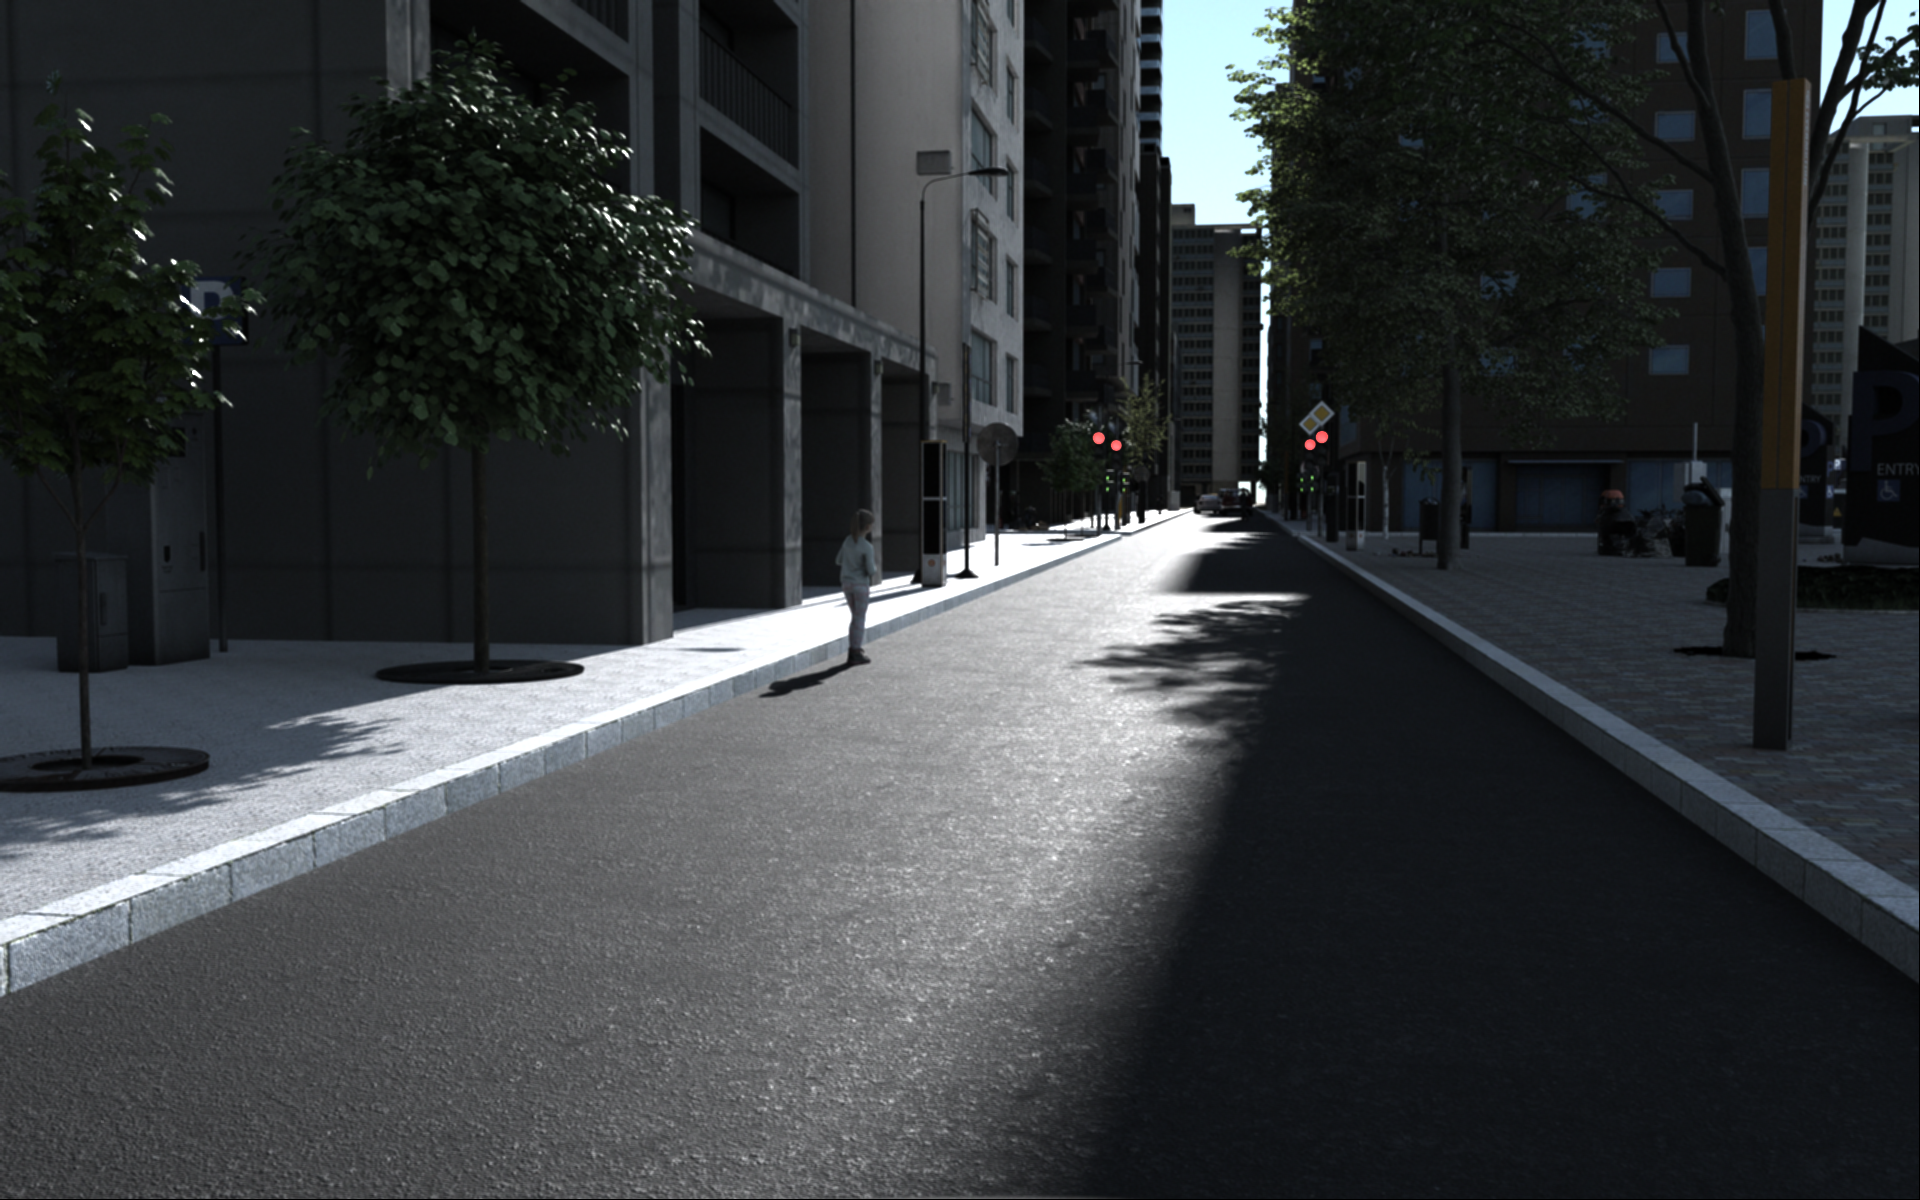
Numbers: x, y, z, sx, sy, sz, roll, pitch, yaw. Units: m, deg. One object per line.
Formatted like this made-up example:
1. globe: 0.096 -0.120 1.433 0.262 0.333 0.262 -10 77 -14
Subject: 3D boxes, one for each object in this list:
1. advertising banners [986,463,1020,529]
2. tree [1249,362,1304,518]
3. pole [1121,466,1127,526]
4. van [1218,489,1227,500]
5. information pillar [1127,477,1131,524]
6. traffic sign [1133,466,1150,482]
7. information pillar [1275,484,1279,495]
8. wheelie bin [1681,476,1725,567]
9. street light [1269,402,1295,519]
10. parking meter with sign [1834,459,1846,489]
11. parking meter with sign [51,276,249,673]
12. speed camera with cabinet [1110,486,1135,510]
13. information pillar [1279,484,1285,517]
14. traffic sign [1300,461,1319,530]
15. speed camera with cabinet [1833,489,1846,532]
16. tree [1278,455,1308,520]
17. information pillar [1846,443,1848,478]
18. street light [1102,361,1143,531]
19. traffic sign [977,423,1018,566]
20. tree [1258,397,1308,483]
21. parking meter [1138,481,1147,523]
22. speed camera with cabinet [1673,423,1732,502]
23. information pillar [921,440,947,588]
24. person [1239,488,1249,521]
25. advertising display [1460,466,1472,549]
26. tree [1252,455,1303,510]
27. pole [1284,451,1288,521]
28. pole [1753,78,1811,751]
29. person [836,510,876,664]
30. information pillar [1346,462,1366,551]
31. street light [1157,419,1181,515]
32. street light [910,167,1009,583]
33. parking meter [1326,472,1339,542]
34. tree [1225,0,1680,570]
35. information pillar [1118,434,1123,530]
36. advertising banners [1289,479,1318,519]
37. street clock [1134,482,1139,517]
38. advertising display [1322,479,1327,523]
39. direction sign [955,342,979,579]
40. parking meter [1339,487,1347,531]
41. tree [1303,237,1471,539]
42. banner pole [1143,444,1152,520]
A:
1. advertising banners: 1.457 -4.117 63.507 0.090 3.025 2.074 -3 5 -40
2. tree: 18.209 -8.816 94.496 4.737 8.622 4.395 0 3 0
3. pole: 6.552 -4.604 69.118 0.158 3.312 0.155 0 3 0
4. van: 22.015 -8.323 143.096 2.013 2.044 4.112 0 4 8
5. information pillar: 7.195 -4.304 74.868 0.304 2.012 0.304 1 4 23
6. traffic sign: 8.322 -4.849 79.392 0.768 2.556 0.104 1 4 10
7. information pillar: 22.585 -7.251 123.038 0.304 2.012 0.304 3 4 38
8. wheelie bin: 13.197 -1.399 30.787 0.693 1.594 0.980 2 4 28
9. street light: 16.226 -7.012 87.193 1.470 5.913 1.316 1 4 9
10. parking meter with sign: 43.707 -5.443 85.252 0.543 3.016 1.738 -1 4 -16
11. parking meter with sign: -6.144 -1.034 13.173 0.543 3.016 1.738 1 4 11
12. speed camera with cabinet: 12.667 -8.664 135.986 2.038 3.252 0.660 1 4 19
13. information pillar: 18.587 -5.787 99.109 0.304 2.012 0.304 -1 4 -11
14. traffic sign: 12.402 -3.738 61.220 0.768 2.556 0.104 1 4 10
15. speed camera with cabinet: 29.867 -3.885 57.863 2.038 3.252 0.660 1 4 14
16. tree: 16.496 -5.528 84.984 1.663 3.219 1.824 0 3 0
17. information pillar: 31.305 -4.240 60.675 0.183 3.616 0.504 -2 4 -26
18. street light: 5.695 -5.395 60.744 1.470 5.913 1.316 1 4 9
19. traffic sign: 0.657 -1.883 30.891 0.768 2.556 0.104 1 4 16
20. tree: 24.377 -10.945 129.305 4.360 8.622 3.978 0 3 0
21. parking meter: 7.947 -4.281 75.704 0.255 1.863 0.399 0 4 -5
22. speed camera with cabinet: 21.046 -3.313 48.501 2.038 3.252 0.660 -1 4 -12
23. information pillar: -0.358 -1.185 23.870 0.304 2.012 0.304 1 4 13
24. person: 14.988 -5.039 91.308 0.534 1.772 0.576 0 4 5
25. advertising display: 11.813 -2.173 40.746 0.123 1.923 0.974 0 4 -3
26. tree: 25.596 -9.662 141.692 4.285 4.588 4.351 0 3 0
27. pole: 15.523 -5.416 82.391 0.158 3.312 0.155 0 3 0
28. pole: 4.113 -0.907 8.665 0.158 3.312 0.155 0 3 0
29. person: -0.858 -0.116 14.671 0.425 1.301 0.394 2 4 27
30. information pillar: 8.975 -2.127 39.267 0.304 2.012 0.304 -3 5 -39
31. street light: 12.967 -8.251 107.437 1.470 5.913 1.316 1 4 9
32. street light: -0.006 -3.199 24.840 1.470 5.913 1.316 1 4 9
33. parking meter: 9.962 -2.482 46.291 0.255 1.863 0.399 2 4 26
34. tree: 7.990 -6.808 29.435 7.486 12.596 7.792 0 3 0
35. information pillar: 5.700 -4.317 61.931 0.183 3.616 0.504 1 4 21
36. advertising banners: 17.983 -5.767 90.482 0.090 3.025 2.074 -3 4 -36
37. street clock: 10.100 -5.708 97.897 0.471 2.002 0.358 1 4 10
38. advertising display: 16.145 -4.316 75.781 0.974 1.923 0.123 -3 5 -40
39. direction sign: 0.105 -2.103 26.374 0.379 3.537 0.876 0 4 6
40. parking meter: 13.277 -3.144 59.811 0.372 1.533 0.369 0 3 0
41. tree: 12.050 -6.006 48.555 4.737 8.622 4.395 0 3 0
42. banner pole: 9.248 -5.873 86.047 0.401 3.779 0.863 2 4 27
